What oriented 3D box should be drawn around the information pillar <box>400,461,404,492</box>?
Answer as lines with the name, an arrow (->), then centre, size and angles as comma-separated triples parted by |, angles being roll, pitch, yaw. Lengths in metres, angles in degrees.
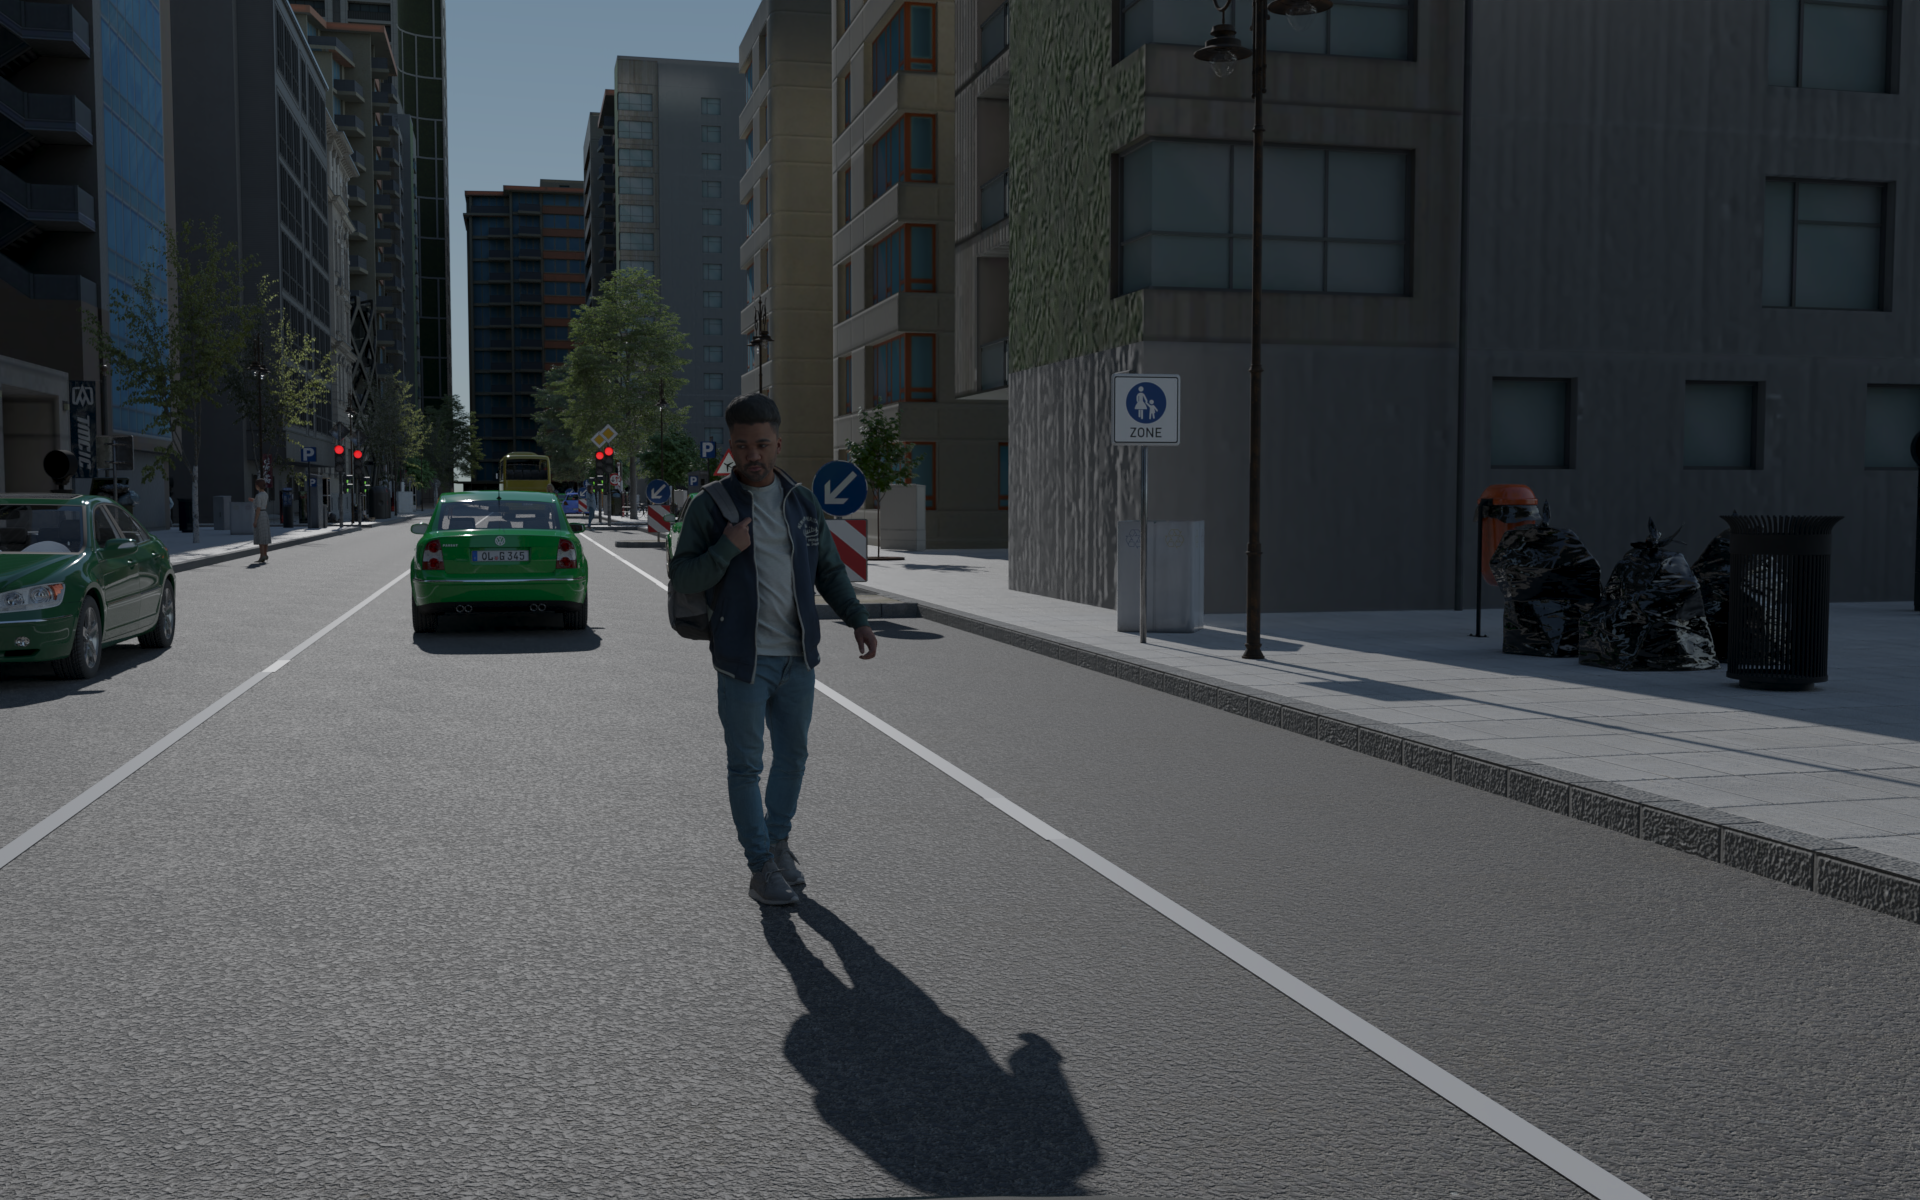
information pillar -> -38.292, -7.803, 118.941 | 0.183, 3.616, 0.504 | 0, 4, 0

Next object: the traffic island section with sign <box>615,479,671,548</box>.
traffic island section with sign -> -8.354, -2.350, 47.057 | 1.989, 1.847, 2.006 | -1, 4, -14

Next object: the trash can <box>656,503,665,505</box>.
trash can -> -20.987, -6.708, 121.321 | 0.748, 1.137, 0.748 | 0, 3, 0

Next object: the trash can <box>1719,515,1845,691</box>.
trash can -> 5.414, 0.012, 11.452 | 0.748, 1.137, 0.748 | 0, 3, 0

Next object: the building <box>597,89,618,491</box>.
building -> -27.703, -32.645, 188.378 | 22.147, 44.769, 28.867 | -1, 4, -14

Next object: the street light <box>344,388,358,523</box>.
street light -> -26.503, -6.278, 75.431 | 0.468, 5.910, 1.993 | -1, 4, -14

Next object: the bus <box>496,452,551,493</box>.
bus -> -25.451, -6.691, 100.951 | 2.896, 3.916, 12.252 | -1, 4, -16

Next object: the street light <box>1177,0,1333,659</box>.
street light -> 2.289, -2.481, 13.344 | 0.468, 5.910, 1.993 | -1, 4, -14

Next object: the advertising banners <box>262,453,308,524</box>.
advertising banners -> -29.148, -4.814, 74.893 | 2.074, 3.025, 0.090 | -1, 4, -20

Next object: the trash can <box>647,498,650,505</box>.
trash can -> -25.739, -8.111, 144.260 | 0.748, 1.137, 0.748 | 0, 3, 0

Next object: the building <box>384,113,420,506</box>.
building -> -64.101, -30.336, 179.595 | 14.154, 41.232, 14.086 | -1, 4, -14

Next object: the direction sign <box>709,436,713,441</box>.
direction sign -> -9.761, -4.653, 68.068 | 0.379, 3.537, 0.876 | -1, 4, -15

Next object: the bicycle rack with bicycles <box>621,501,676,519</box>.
bicycle rack with bicycles -> -16.505, -4.736, 90.810 | 2.852, 0.926, 2.925 | -2, 4, -32

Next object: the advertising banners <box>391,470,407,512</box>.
advertising banners -> -41.304, -7.950, 126.177 | 2.074, 3.025, 0.090 | 0, 4, -1

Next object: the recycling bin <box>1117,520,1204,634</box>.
recycling bin -> 1.896, -0.231, 16.327 | 0.722, 1.027, 0.722 | 1, 4, 16

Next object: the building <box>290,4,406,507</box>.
building -> -62.869, -30.768, 157.682 | 22.147, 44.769, 28.867 | -1, 4, -14

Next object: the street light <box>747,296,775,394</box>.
street light -> -4.672, -4.151, 40.660 | 0.468, 5.910, 1.993 | -1, 4, -14

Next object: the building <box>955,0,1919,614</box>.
building -> 7.034, -20.906, 25.404 | 14.154, 41.232, 14.086 | -1, 4, -14

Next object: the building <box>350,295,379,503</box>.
building -> -52.044, -15.943, 128.114 | 16.820, 18.784, 16.811 | -1, 4, -14

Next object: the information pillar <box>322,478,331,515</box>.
information pillar -> -28.797, -4.538, 78.686 | 0.304, 2.012, 0.304 | 0, 4, 6

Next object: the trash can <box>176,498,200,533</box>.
trash can -> -25.659, -2.810, 57.603 | 0.748, 1.137, 0.748 | 0, 3, 0

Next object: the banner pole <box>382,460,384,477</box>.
banner pole -> -42.743, -8.460, 128.343 | 0.401, 3.779, 0.863 | -2, 4, -29

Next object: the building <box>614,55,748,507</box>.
building -> -26.005, -29.554, 166.798 | 14.154, 41.232, 14.086 | -1, 4, -14

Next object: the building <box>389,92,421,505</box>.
building -> -74.920, -35.417, 202.771 | 21.600, 48.544, 21.300 | -1, 4, -14

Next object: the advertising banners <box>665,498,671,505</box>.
advertising banners -> -24.209, -9.082, 144.681 | 2.074, 3.025, 0.090 | 2, 4, 34

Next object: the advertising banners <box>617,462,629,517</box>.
advertising banners -> -18.667, -6.101, 95.933 | 0.090, 3.025, 2.074 | 0, 4, 6

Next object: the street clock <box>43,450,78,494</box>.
street clock -> -14.797, -1.466, 28.538 | 0.471, 2.002, 0.358 | 0, 4, 7

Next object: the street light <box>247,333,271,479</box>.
street light -> -20.111, -4.711, 49.810 | 0.468, 5.910, 1.993 | -1, 4, -14

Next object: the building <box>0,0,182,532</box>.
building -> -33.371, -24.649, 53.122 | 14.200, 45.320, 14.600 | -1, 4, -14

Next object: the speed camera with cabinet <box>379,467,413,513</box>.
speed camera with cabinet -> -37.515, -7.392, 115.194 | 2.038, 3.252, 0.660 | -2, 4, -32

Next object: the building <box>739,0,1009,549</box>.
building -> 8.423, -12.947, 56.731 | 27.650, 21.520, 28.899 | -1, 4, -14

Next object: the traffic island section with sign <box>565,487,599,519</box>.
traffic island section with sign -> -22.108, -5.654, 101.073 | 1.989, 1.847, 2.006 | -1, 4, -14

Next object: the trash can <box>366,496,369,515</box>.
trash can -> -37.249, -5.927, 108.555 | 0.748, 1.137, 0.748 | 0, 3, 0

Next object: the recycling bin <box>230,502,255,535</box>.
recycling bin -> -22.699, -2.588, 54.865 | 0.722, 1.027, 0.722 | -1, 4, -16

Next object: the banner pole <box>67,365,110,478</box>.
banner pole -> -16.845, -2.671, 33.685 | 0.863, 3.779, 0.401 | -1, 4, -18

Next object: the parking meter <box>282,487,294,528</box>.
parking meter -> -25.519, -3.508, 65.760 | 0.372, 1.533, 0.369 | 0, 3, 0

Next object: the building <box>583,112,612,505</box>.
building -> -34.678, -36.011, 212.480 | 21.300, 48.544, 21.600 | -1, 4, -14

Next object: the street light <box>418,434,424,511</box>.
street light -> -40.435, -9.619, 130.061 | 0.468, 5.910, 1.993 | -1, 4, -14

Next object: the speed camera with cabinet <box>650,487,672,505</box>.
speed camera with cabinet -> -21.868, -8.092, 126.643 | 0.660, 3.252, 2.038 | -3, 5, -44

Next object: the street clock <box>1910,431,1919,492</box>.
street clock -> 10.302, -0.840, 18.302 | 0.471, 2.002, 0.358 | 1, 4, 18

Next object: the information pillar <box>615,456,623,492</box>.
information pillar -> -21.186, -7.105, 107.518 | 0.504, 3.616, 0.183 | 2, 4, 24

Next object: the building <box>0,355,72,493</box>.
building -> -26.772, -35.955, 26.123 | 20.563, 71.187, 20.611 | -1, 4, -14

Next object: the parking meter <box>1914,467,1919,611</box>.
parking meter -> 10.645, -0.808, 18.918 | 0.399, 1.863, 0.255 | -3, 5, -40

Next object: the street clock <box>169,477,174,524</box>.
street clock -> -33.673, -4.235, 73.809 | 0.358, 2.002, 0.471 | -3, 5, -41

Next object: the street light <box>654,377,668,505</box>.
street light -> -11.818, -5.865, 68.681 | 0.468, 5.910, 1.993 | -1, 4, -14

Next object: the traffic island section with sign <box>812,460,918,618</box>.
traffic island section with sign -> -1.687, -0.753, 20.936 | 1.989, 1.847, 2.006 | -1, 4, -14

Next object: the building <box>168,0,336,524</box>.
building -> -39.639, -17.852, 85.390 | 14.314, 27.812, 24.014 | -1, 4, -14

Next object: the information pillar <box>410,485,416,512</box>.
information pillar -> -40.260, -7.523, 127.494 | 0.304, 2.012, 0.304 | 2, 4, 34

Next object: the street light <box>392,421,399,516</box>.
street light -> -33.514, -7.948, 102.735 | 0.468, 5.910, 1.993 | -1, 4, -14

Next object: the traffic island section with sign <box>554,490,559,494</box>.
traffic island section with sign -> -28.833, -7.272, 127.519 | 1.989, 1.847, 2.006 | -1, 4, -14

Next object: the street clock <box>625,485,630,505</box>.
street clock -> -25.874, -7.960, 134.709 | 0.471, 2.002, 0.358 | 3, 4, 38

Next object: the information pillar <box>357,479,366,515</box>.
information pillar -> -29.773, -4.996, 86.184 | 0.304, 2.012, 0.304 | 0, 4, 5

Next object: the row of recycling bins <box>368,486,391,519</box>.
row of recycling bins -> -30.333, -5.097, 90.442 | 1.069, 1.692, 3.534 | -1, 4, -14

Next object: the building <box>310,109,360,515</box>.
building -> -45.649, -19.630, 108.338 | 14.401, 28.519, 23.554 | -1, 4, -14

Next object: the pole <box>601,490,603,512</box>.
pole -> -26.064, -8.090, 126.116 | 0.158, 3.312, 0.155 | 0, 3, 0
